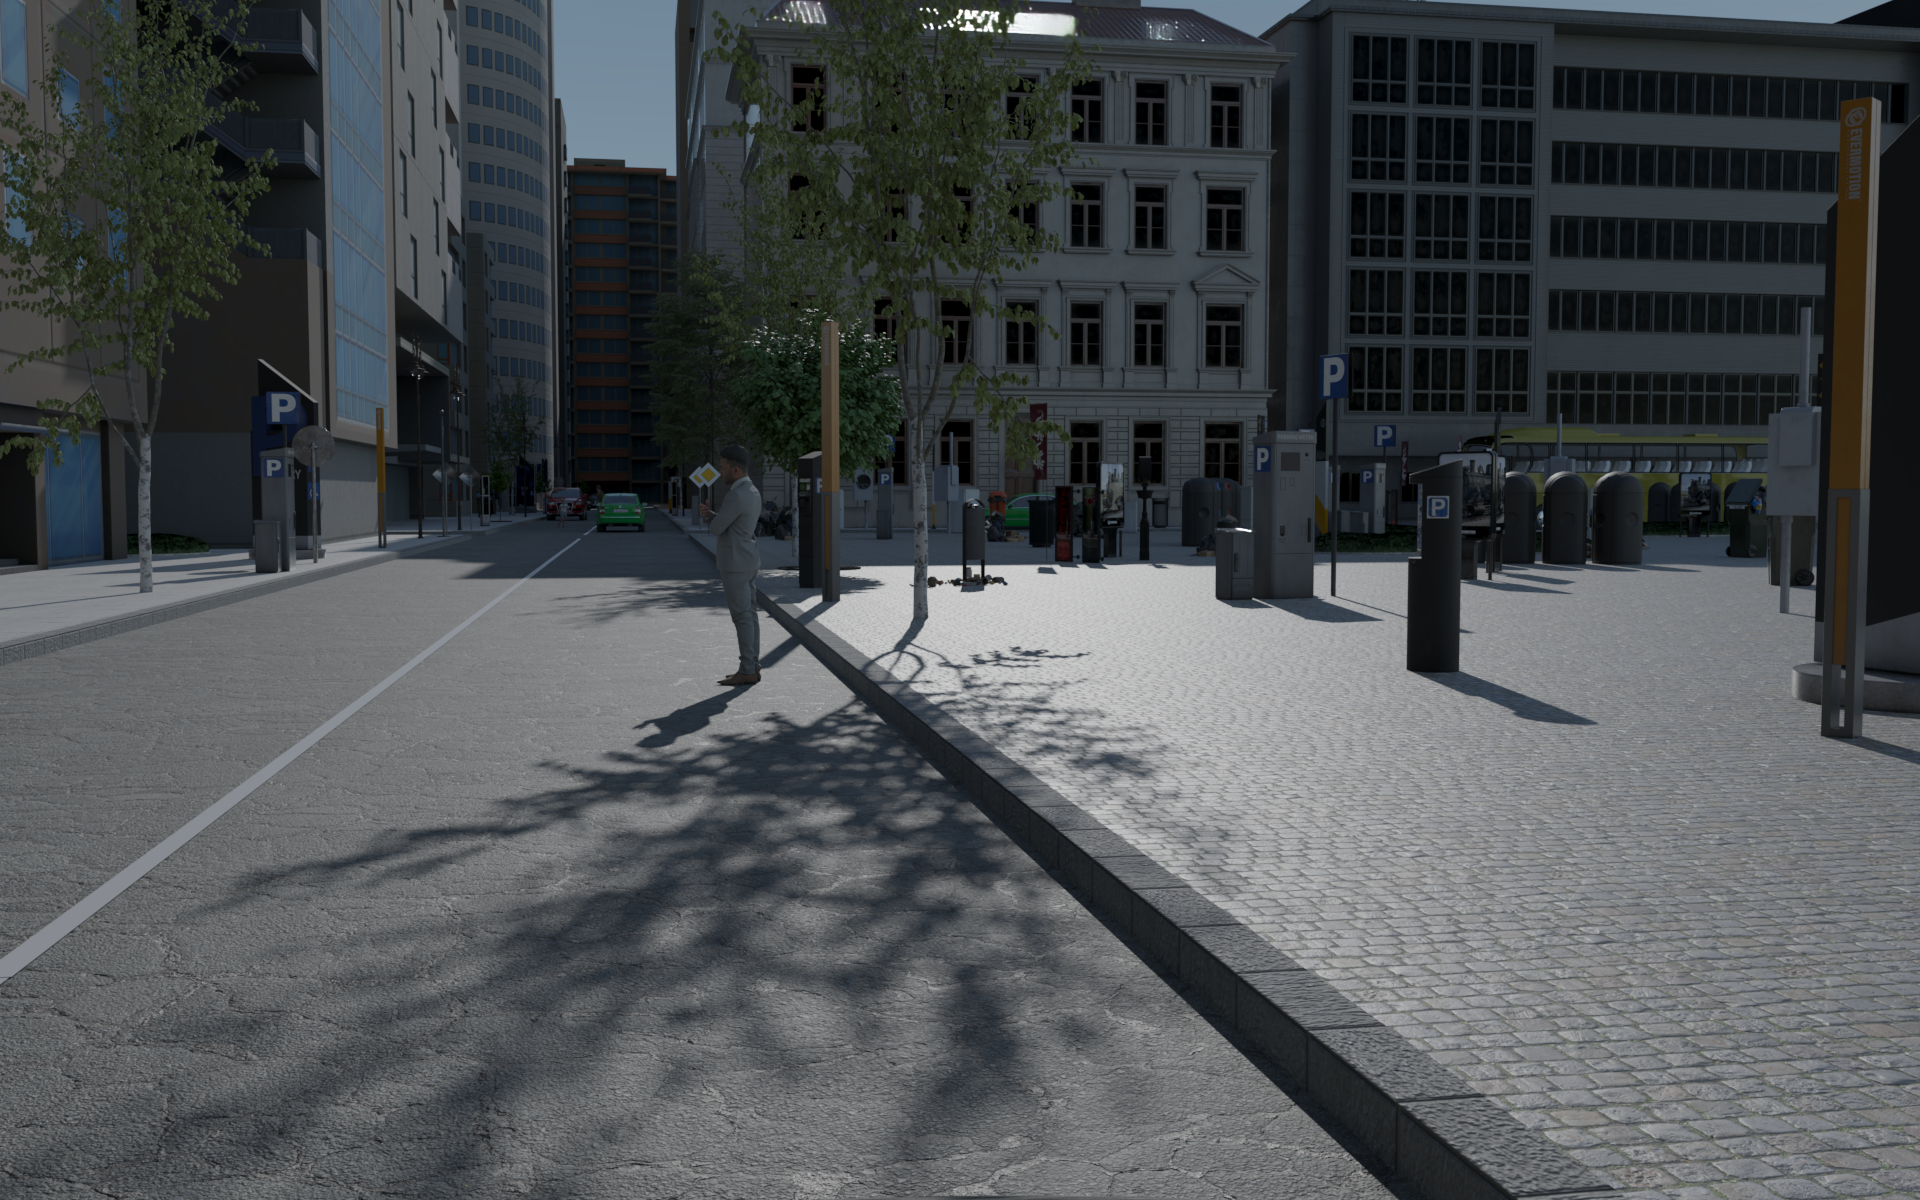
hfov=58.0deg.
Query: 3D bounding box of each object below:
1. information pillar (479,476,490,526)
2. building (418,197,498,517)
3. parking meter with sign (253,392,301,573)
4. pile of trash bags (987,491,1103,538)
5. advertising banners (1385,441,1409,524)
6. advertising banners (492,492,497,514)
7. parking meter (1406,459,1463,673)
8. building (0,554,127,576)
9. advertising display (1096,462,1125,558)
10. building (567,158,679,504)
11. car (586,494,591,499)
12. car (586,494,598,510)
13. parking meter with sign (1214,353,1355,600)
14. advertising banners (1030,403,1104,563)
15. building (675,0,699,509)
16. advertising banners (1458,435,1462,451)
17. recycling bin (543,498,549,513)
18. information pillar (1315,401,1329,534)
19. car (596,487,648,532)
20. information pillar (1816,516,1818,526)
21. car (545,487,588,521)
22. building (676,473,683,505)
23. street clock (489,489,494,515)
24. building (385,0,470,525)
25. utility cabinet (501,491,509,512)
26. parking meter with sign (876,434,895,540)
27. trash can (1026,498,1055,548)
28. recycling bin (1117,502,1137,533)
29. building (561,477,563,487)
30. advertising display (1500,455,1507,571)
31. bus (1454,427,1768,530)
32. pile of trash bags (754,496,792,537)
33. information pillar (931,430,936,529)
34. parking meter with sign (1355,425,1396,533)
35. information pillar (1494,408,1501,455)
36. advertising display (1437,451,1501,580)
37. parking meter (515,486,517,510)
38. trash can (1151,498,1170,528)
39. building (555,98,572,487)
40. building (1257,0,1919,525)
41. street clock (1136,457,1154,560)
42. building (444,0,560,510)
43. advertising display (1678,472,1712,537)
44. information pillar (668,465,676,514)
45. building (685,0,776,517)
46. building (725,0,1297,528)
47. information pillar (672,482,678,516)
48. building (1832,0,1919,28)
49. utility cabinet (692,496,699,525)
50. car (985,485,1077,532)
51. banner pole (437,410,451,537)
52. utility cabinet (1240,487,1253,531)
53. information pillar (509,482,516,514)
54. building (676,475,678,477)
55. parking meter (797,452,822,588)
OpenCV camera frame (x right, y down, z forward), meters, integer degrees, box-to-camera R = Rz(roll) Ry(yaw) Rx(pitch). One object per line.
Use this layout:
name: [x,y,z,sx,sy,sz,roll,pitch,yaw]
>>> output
information pillar: [-18.977,-3.954,69.146,0.304,2.012,0.304,-3,4,-36]
building: [-44.124,-16.022,106.995,27.650,21.520,28.899,-1,4,-10]
parking meter with sign: [-11.368,-1.990,28.790,0.543,3.016,1.738,-1,4,-11]
pile of trash bags: [2.523,-2.552,51.476,3.447,1.369,1.912,0,3,0]
advertising banners: [14.558,-3.783,58.040,0.090,3.025,2.074,-1,4,-10]
advertising banners: [-29.477,-6.941,109.674,0.090,3.025,2.074,-2,4,-25]
parking meter: [3.443,-0.254,12.567,0.372,1.533,0.369,0,3,0]
building: [-21.812,-22.951,25.366,14.600,45.320,14.200,-1,4,-10]
advertising display: [3.033,-1.820,34.971,0.123,1.923,0.974,2,4,35]
building: [-47.974,-35.114,228.744,28.867,44.769,22.147,-1,4,-10]
car: [-35.113,-9.504,167.186,2.131,1.459,4.920,-1,4,-10]
car: [-32.383,-8.840,154.327,2.009,1.686,4.222,-1,4,-9]
parking meter with sign: [3.968,-1.533,21.334,1.738,3.016,0.543,-2,4,-28]
advertising banners: [1.989,-2.237,32.755,0.090,3.025,2.074,-3,4,-38]
building: [-17.982,-30.807,153.797,14.600,45.320,14.200,-1,4,-10]
advertising banners: [15.269,-3.440,52.435,0.090,3.025,2.074,2,4,28]
recycling bin: [-28.346,-6.544,119.545,0.722,1.027,0.722,0,4,6]
information pillar: [9.151,-3.204,43.743,0.183,3.616,0.504,-1,4,-20]
car: [-12.969,-3.520,66.354,1.959,1.807,4.718,-1,4,-10]
information pillar: [34.876,-4.044,70.618,0.304,2.012,0.304,1,4,12]
car: [-21.539,-5.276,94.942,2.281,1.827,5.304,-1,4,-10]
building: [-23.263,-46.628,200.614,20.563,71.187,20.611,-1,4,-10]
street clock: [-29.214,-6.321,107.921,0.358,2.002,0.471,-3,5,-41]
building: [-35.586,-29.458,70.876,28.713,52.752,27.495,-1,4,-10]
utility cabinet: [-32.251,-7.034,123.685,0.318,1.500,1.173,1,4,21]
parking meter with sign: [-2.151,-3.253,49.451,0.543,3.016,1.738,0,4,0]
trash can: [1.963,-1.836,41.672,0.748,1.137,0.748,0,3,0]
recycling bin: [5.453,-2.709,56.846,0.722,1.027,0.722,0,4,6]
building: [-56.183,-29.313,171.147,32.217,40.220,23.993,-1,4,-10]
advertising display: [8.786,-1.421,28.442,0.123,1.923,0.974,2,4,30]
bus: [24.416,-4.480,64.795,12.252,3.916,2.896,-1,4,-9]
pile of trash bags: [-5.395,-2.658,53.211,3.447,1.369,1.912,-2,4,-31]
information pillar: [-0.963,-4.411,63.482,0.183,3.616,0.504,0,3,0]
parking meter with sign: [10.243,-2.866,43.113,0.543,3.016,1.738,3,4,36]
information pillar: [14.565,-3.402,46.983,0.183,3.616,0.504,2,4,28]
advertising display: [7.623,-1.277,26.090,0.123,1.923,0.974,-3,5,-41]
parking meter: [-32.886,-7.460,127.677,0.255,1.863,0.399,0,4,6]
trash can: [7.549,-3.282,65.315,0.748,1.137,0.748,0,3,0]
building: [-55.308,-34.959,195.285,21.600,48.544,21.300,-1,4,-10]
building: [26.703,-15.768,76.878,30.058,24.678,14.314,-1,4,-10]
street clock: [3.573,-1.770,33.511,0.358,2.002,0.471,0,4,3]
building: [-45.471,-36.939,145.947,21.231,58.520,28.212,-1,4,-10]
advertising display: [21.826,-2.829,51.461,0.974,1.923,0.123,0,4,-5]
information pillar: [-18.877,-7.471,113.501,0.504,3.616,0.183,-1,4,-13]
building: [-10.192,-19.896,102.796,11.434,29.767,29.804,-1,4,-10]
building: [1.433,-14.323,70.344,21.152,22.565,11.583,-1,4,-10]
information pillar: [-16.670,-5.916,101.226,0.304,2.012,0.304,0,4,3]
building: [49.383,-15.338,80.454,15.834,23.373,12.332,-1,4,-10]
utility cabinet: [-10.975,-3.707,71.771,0.306,1.237,1.020,-1,4,-9]
car: [2.285,-3.139,60.124,4.718,1.807,1.959,-1,4,-9]
banner pole: [-15.505,-3.789,51.972,0.401,3.779,0.863,-1,4,-12]
utility cabinet: [8.880,-2.784,54.201,0.318,1.500,1.173,-2,4,-26]
information pillar: [-28.219,-6.400,109.138,0.304,2.012,0.304,1,4,16]
building: [-16.916,-34.063,176.544,23.786,49.044,30.456,-1,4,-10]
parking meter: [-2.010,-1.097,23.653,0.255,1.863,0.399,2,4,33]
